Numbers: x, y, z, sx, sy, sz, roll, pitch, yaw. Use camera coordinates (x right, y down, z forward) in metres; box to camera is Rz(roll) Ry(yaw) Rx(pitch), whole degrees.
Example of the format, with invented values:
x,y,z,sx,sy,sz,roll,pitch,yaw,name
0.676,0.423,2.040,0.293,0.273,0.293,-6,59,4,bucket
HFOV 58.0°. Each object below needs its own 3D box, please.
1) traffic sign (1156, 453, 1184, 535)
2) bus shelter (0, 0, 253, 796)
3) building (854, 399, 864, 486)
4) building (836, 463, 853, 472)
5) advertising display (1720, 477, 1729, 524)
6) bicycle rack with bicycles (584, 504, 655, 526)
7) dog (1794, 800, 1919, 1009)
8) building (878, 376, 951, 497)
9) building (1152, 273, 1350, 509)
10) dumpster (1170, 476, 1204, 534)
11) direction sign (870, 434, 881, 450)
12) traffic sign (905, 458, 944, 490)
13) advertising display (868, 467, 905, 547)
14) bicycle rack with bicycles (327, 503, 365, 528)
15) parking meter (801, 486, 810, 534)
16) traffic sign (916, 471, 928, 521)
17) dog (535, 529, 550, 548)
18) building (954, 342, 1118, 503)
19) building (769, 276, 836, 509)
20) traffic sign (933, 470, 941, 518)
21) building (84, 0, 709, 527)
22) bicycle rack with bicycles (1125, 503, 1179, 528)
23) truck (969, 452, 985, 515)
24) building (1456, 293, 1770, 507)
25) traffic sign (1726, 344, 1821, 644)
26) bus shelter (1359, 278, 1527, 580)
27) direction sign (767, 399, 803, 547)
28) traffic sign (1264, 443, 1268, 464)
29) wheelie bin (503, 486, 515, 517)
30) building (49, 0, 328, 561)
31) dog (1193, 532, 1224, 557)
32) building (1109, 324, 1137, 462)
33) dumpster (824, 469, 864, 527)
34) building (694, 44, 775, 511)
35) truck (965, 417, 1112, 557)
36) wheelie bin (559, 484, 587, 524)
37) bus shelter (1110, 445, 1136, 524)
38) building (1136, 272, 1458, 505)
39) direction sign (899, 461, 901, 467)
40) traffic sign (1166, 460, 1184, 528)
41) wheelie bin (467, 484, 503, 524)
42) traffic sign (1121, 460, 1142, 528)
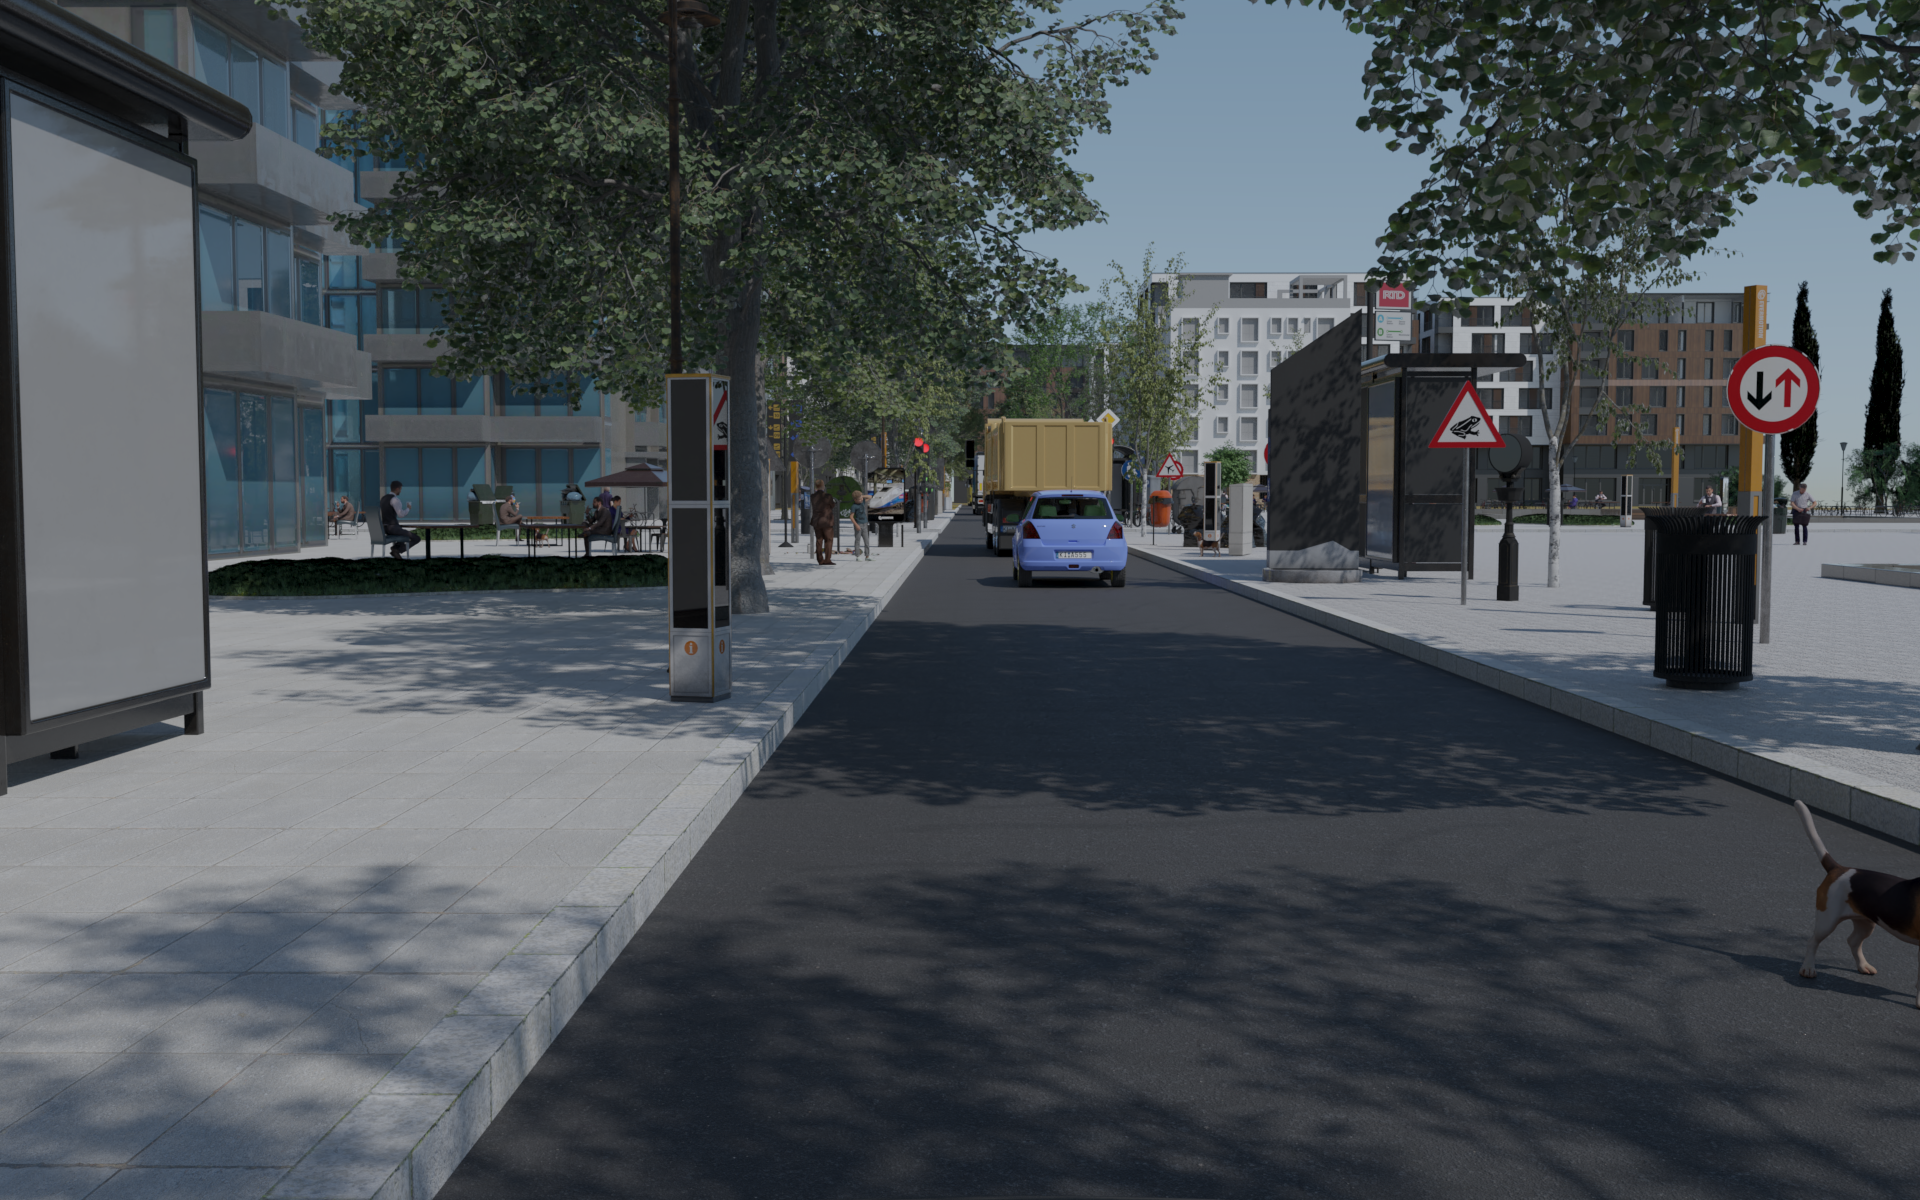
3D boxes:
x,y,z,sx,sy,sz,roll,pitch,yaw,name
6.604,-3.342,54.637,0.884,2.594,0.081,0,4,1,traffic sign
-4.884,-1.665,4.862,2.179,5.291,8.768,0,4,1,bus shelter
-29.159,-23.068,243.614,31.486,18.905,16.747,0,4,0,building
-17.995,-20.844,197.227,11.380,20.091,16.016,0,4,0,building
29.279,-3.741,66.377,0.123,1.923,0.974,2,4,35,advertising display
-12.860,-3.157,65.002,2.925,0.926,2.852,-2,4,-31,bicycle rack with bicycles
2.688,0.875,4.987,0.540,0.507,0.406,2,4,27,dog
-6.979,-23.557,241.581,11.380,20.091,16.016,0,4,0,building
25.385,-18.195,153.902,16.016,20.091,11.380,0,4,0,building
7.500,-3.064,55.855,1.264,1.857,1.865,0,4,0,dumpster
-3.096,-4.483,65.295,0.379,3.537,0.876,3,4,36,direction sign
-2.029,-6.362,97.890,2.265,3.308,0.079,0,4,2,traffic sign
-1.797,-2.230,41.667,0.974,1.923,0.123,-1,4,-16,advertising display
-24.398,-3.203,65.744,2.925,0.926,2.852,0,4,-1,bicycle rack with bicycles
-4.909,-2.874,55.396,0.372,1.533,0.369,0,3,0,parking meter
-1.759,-5.033,82.402,0.768,2.556,0.104,0,4,7,traffic sign
-10.011,-1.502,41.383,0.540,0.507,0.406,0,4,5,dog
15.466,-24.657,247.118,32.646,21.610,27.936,0,4,0,building
-26.412,-19.157,157.194,27.936,21.610,32.646,0,4,0,building
-1.391,-5.664,92.710,0.768,2.556,0.104,1,4,10,traffic sign
-25.372,-28.713,89.063,23.786,49.044,30.456,0,4,0,building
7.436,-3.283,67.056,2.925,0.926,2.852,-3,5,-42,bicycle rack with bicycles
2.158,-8.021,120.057,2.839,4.237,11.283,0,4,-2,truck
65.807,-21.158,189.910,32.646,21.610,27.936,0,4,0,building
6.908,-0.898,14.795,0.768,2.556,0.104,0,4,7,traffic sign
7.388,-3.204,30.023,2.179,5.291,8.768,0,4,0,bus shelter
-4.199,-3.037,41.655,0.876,3.537,0.379,-1,4,-17,direction sign
7.102,-2.340,38.357,0.768,2.556,0.104,1,4,10,traffic sign
-17.143,-3.501,65.146,0.980,1.594,0.693,0,4,7,wheelie bin
-28.317,-25.199,31.612,30.456,49.044,23.786,0,4,0,building
5.067,-1.130,35.313,0.540,0.507,0.406,-1,4,-10,dog
25.253,-20.932,198.657,16.016,20.091,11.380,0,4,0,building
-4.443,-3.904,66.317,1.502,2.255,1.985,0,4,0,dumpster
-23.851,-49.296,118.666,22.319,86.520,31.000,0,4,0,building
1.973,-2.894,43.246,3.469,3.379,9.791,0,4,-2,truck
-12.375,-2.902,55.353,0.980,1.594,0.693,3,5,45,wheelie bin
6.518,-4.896,73.967,2.014,3.302,5.546,0,4,0,bus shelter
31.680,-20.315,176.126,27.936,21.610,32.646,0,4,0,building
-4.031,-7.663,117.289,0.379,3.537,0.876,-3,5,-42,direction sign
8.024,-3.975,65.103,0.768,2.556,0.104,0,4,5,traffic sign
-15.112,-2.856,54.596,0.693,1.594,0.980,3,4,37,wheelie bin
6.417,-3.957,64.806,0.768,2.556,0.104,0,4,4,traffic sign
